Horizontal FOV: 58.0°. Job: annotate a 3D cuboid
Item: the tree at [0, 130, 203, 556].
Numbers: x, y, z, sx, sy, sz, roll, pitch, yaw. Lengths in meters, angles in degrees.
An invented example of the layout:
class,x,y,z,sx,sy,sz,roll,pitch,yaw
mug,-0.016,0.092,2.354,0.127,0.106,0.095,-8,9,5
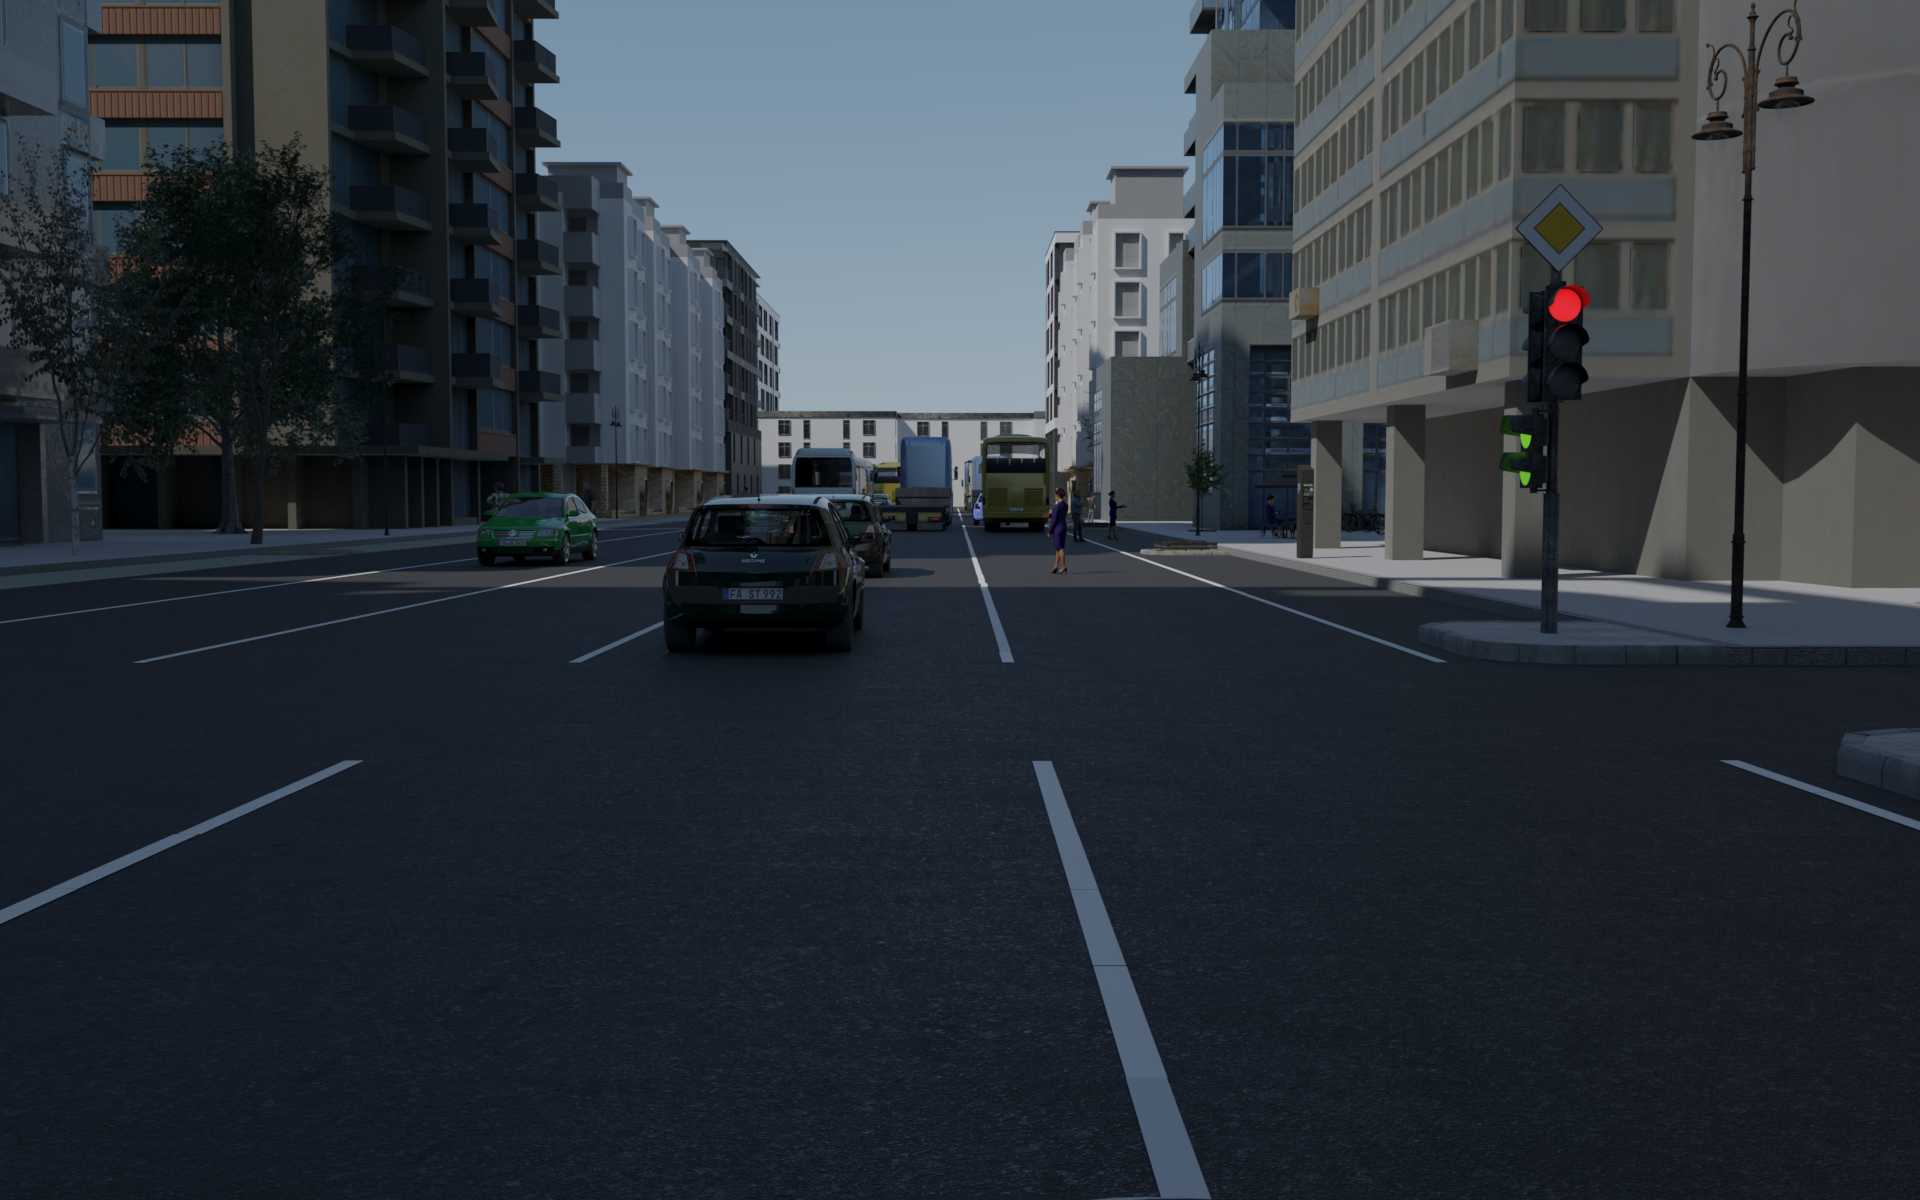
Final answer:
class,x,y,z,sx,sy,sz,roll,pitch,yaw
tree,-18.160,-5.212,35.586,4.360,8.622,3.978,0,3,0

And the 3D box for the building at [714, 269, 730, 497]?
class,x,y,z,sx,sy,sz,roll,pitch,yaw
building,-25.972,-16.806,131.194,16.016,20.091,11.380,0,4,0

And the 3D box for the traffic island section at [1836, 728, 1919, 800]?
class,x,y,z,sx,sy,sz,roll,pitch,yaw
traffic island section,5.493,0.873,8.015,2.009,0.180,2.903,0,4,0

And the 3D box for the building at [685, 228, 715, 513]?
class,x,y,z,sx,sy,sz,roll,pitch,yaw
building,-26.009,-16.111,119.835,16.016,20.091,11.380,0,4,0

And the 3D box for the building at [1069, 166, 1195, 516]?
class,x,y,z,sx,sy,sz,roll,pitch,yaw
building,15.252,-15.251,105.778,16.016,20.091,11.380,0,4,0

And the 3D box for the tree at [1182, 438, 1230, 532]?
class,x,y,z,sx,sy,sz,roll,pitch,yaw
tree,8.436,-3.960,59.352,1.663,3.219,1.824,0,3,0

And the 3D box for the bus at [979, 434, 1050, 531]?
class,x,y,z,sx,sy,sz,roll,pitch,yaw
bus,2.172,-4.804,70.093,2.896,3.916,12.252,0,4,1

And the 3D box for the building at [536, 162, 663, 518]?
class,x,y,z,sx,sy,sz,roll,pitch,yaw
building,-25.829,-14.702,96.800,16.016,20.091,11.380,0,4,0

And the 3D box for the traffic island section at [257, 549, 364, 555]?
class,x,y,z,sx,sy,sz,roll,pitch,yaw
traffic island section,-15.368,-1.125,41.255,1.991,0.108,1.994,0,4,0

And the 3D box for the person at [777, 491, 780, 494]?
class,x,y,z,sx,sy,sz,roll,pitch,yaw
person,-16.650,-9.218,160.010,0.721,1.735,1.217,0,4,-6

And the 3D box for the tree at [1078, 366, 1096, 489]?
class,x,y,z,sx,sy,sz,roll,pitch,yaw
tree,8.282,-8.857,95.175,4.360,8.622,3.978,0,3,0

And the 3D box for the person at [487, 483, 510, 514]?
class,x,y,z,sx,sy,sz,roll,pitch,yaw
person,-12.349,-2.285,46.582,0.841,1.734,0.376,-2,4,-31

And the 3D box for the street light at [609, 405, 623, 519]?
class,x,y,z,sx,sy,sz,roll,pitch,yaw
street light,-17.883,-7.176,90.107,0.468,5.910,1.993,0,4,0

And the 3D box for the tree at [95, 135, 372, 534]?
class,x,y,z,sx,sy,sz,roll,pitch,yaw
tree,-23.746,-8.482,55.685,9.611,12.733,9.660,0,3,0

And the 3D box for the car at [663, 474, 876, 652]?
class,x,y,z,sx,sy,sz,roll,pitch,yaw
car,-1.853,-0.450,17.144,2.009,1.686,4.222,0,4,-1

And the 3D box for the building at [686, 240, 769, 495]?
class,x,y,z,sx,sy,sz,roll,pitch,yaw
building,-35.024,-18.919,153.295,32.646,21.610,27.936,0,4,0

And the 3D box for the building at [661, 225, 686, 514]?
class,x,y,z,sx,sy,sz,roll,pitch,yaw
building,-26.237,-15.397,108.157,16.016,20.091,11.380,0,4,0

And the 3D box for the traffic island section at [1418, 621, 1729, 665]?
class,x,y,z,sx,sy,sz,roll,pitch,yaw
traffic island section,5.462,0.384,16.000,2.009,0.180,2.903,0,4,0

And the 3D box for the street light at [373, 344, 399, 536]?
class,x,y,z,sx,sy,sz,roll,pitch,yaw
street light,-17.732,-4.930,53.392,0.468,5.910,1.993,0,4,0

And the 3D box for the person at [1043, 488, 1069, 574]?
class,x,y,z,sx,sy,sz,roll,pitch,yaw
person,1.681,-1.236,31.086,0.546,1.535,0.453,1,4,19

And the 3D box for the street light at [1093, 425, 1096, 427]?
class,x,y,z,sx,sy,sz,roll,pitch,yaw
street light,7.207,-7.191,90.356,0.468,5.910,1.993,0,4,0

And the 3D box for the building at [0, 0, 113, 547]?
class,x,y,z,sx,sy,sz,roll,pitch,yaw
building,-33.192,-25.312,33.464,23.786,49.044,30.456,0,4,0

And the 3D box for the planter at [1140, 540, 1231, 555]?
class,x,y,z,sx,sy,sz,roll,pitch,yaw
planter,5.365,-1.250,41.583,1.991,0.319,1.994,0,4,0

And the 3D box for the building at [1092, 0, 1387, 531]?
class,x,y,z,sx,sy,sz,roll,pitch,yaw
building,18.239,-46.552,73.796,22.319,86.520,31.000,0,4,0

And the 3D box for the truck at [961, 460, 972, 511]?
class,x,y,z,sx,sy,sz,roll,pitch,yaw
truck,1.680,-9.728,147.964,2.839,4.237,11.283,0,4,-2

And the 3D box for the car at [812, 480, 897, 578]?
class,x,y,z,sx,sy,sz,roll,pitch,yaw
car,-2.162,-1.305,31.126,2.009,1.686,4.222,0,4,0

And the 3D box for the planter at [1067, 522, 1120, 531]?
class,x,y,z,sx,sy,sz,roll,pitch,yaw
planter,5.251,-2.898,68.527,1.991,0.319,1.994,0,4,0

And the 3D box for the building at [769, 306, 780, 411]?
class,x,y,z,sx,sy,sz,roll,pitch,yaw
building,-36.917,-21.111,189.137,32.646,21.610,27.936,0,4,0

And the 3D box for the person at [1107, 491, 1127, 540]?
class,x,y,z,sx,sy,sz,roll,pitch,yaw
person,4.919,-2.665,54.443,0.546,1.535,0.453,-1,4,-9

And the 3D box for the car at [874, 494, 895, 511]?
class,x,y,z,sx,sy,sz,roll,pitch,yaw
car,-4.988,-5.747,105.763,2.131,1.459,4.920,0,3,0

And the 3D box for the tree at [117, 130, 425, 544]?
class,x,y,z,sx,sy,sz,roll,pitch,yaw
tree,-17.757,-6.714,44.188,7.601,10.594,8.767,0,4,4

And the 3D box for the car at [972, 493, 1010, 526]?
class,x,y,z,sx,sy,sz,roll,pitch,yaw
car,1.488,-4.302,79.924,1.945,1.707,3.694,0,4,2

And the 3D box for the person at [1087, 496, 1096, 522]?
class,x,y,z,sx,sy,sz,roll,pitch,yaw
person,5.905,-4.009,77.960,0.435,1.345,0.340,1,4,9

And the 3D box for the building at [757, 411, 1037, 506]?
class,x,y,z,sx,sy,sz,roll,pitch,yaw
building,-6.519,-14.511,179.395,28.070,9.664,9.099,0,4,0

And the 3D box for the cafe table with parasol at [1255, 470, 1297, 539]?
class,x,y,z,sx,sy,sz,roll,pitch,yaw
cafe table with parasol,9.686,-2.777,50.261,2.610,1.966,2.610,-1,4,-12

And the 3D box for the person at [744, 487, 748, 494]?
class,x,y,z,sx,sy,sz,roll,pitch,yaw
person,-11.974,-5.384,96.495,0.705,1.831,1.348,-1,4,-18

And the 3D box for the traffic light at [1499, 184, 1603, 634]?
class,x,y,z,sx,sy,sz,roll,pitch,yaw
traffic light,5.421,-1.649,15.886,0.839,4.253,0.868,0,4,0

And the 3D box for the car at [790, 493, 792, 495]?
class,x,y,z,sx,sy,sz,roll,pitch,yaw
car,-12.367,-7.385,130.339,1.945,1.707,3.694,0,4,-2

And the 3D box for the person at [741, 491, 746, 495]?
class,x,y,z,sx,sy,sz,roll,pitch,yaw
person,-9.033,-3.741,71.873,0.471,1.553,0.569,3,5,40

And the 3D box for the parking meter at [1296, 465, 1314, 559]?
class,x,y,z,sx,sy,sz,roll,pitch,yaw
parking meter,6.881,-1.762,34.516,0.255,1.863,0.399,0,4,-4

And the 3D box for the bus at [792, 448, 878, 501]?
class,x,y,z,sx,sy,sz,roll,pitch,yaw
bus,-5.377,-4.944,75.695,2.948,3.499,13.247,0,4,1

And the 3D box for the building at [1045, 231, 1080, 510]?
class,x,y,z,sx,sy,sz,roll,pitch,yaw
building,21.239,-18.786,151.124,27.936,21.610,32.646,0,4,0

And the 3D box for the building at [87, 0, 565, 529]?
class,x,y,z,sx,sy,sz,roll,pitch,yaw
building,-30.007,-25.693,74.709,22.147,44.769,28.867,0,4,0

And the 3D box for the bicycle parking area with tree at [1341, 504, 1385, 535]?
class,x,y,z,sx,sy,sz,roll,pitch,yaw
bicycle parking area with tree,16.369,-4.252,56.525,9.016,4.147,8.231,1,4,11

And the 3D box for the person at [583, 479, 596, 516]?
class,x,y,z,sx,sy,sz,roll,pitch,yaw
person,-9.432,-2.152,43.819,0.434,1.807,0.598,-1,4,-21

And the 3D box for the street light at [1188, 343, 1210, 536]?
class,x,y,z,sx,sy,sz,roll,pitch,yaw
street light,7.328,-4.917,53.180,0.468,5.910,1.993,0,4,0

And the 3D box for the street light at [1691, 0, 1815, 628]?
class,x,y,z,sx,sy,sz,roll,pitch,yaw
street light,7.459,-2.671,16.465,0.468,5.910,1.993,0,4,0

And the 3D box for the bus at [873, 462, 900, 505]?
class,x,y,z,sx,sy,sz,roll,pitch,yaw
bus,-5.356,-8.626,132.581,2.896,3.916,12.252,0,4,-1

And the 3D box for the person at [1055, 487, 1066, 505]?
class,x,y,z,sx,sy,sz,roll,pitch,yaw
person,4.512,-4.244,78.608,0.376,1.734,0.841,-1,4,-12

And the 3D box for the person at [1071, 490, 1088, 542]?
class,x,y,z,sx,sy,sz,roll,pitch,yaw
person,3.482,-2.478,51.220,0.429,1.552,0.499,2,4,33

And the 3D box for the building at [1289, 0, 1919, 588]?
class,x,y,z,sx,sy,sz,roll,pitch,yaw
building,19.574,-20.731,30.840,23.993,40.220,32.217,0,4,0

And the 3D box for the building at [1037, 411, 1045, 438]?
class,x,y,z,sx,sy,sz,roll,pitch,yaw
building,21.549,-14.532,179.742,28.070,9.664,9.099,0,4,0

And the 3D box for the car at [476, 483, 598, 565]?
class,x,y,z,sx,sy,sz,roll,pitch,yaw
car,-8.809,-1.681,36.278,1.959,1.807,4.718,0,4,0

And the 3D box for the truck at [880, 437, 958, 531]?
class,x,y,z,sx,sy,sz,roll,pitch,yaw
truck,-1.702,-5.253,75.650,2.967,4.110,18.799,0,4,1

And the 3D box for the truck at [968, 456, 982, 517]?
class,x,y,z,sx,sy,sz,roll,pitch,yaw
truck,2.006,-7.744,116.379,2.967,4.110,18.799,0,4,0

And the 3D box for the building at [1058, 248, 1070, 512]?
class,x,y,z,sx,sy,sz,roll,pitch,yaw
building,14.928,-15.974,117.595,16.016,20.091,11.380,0,4,0
